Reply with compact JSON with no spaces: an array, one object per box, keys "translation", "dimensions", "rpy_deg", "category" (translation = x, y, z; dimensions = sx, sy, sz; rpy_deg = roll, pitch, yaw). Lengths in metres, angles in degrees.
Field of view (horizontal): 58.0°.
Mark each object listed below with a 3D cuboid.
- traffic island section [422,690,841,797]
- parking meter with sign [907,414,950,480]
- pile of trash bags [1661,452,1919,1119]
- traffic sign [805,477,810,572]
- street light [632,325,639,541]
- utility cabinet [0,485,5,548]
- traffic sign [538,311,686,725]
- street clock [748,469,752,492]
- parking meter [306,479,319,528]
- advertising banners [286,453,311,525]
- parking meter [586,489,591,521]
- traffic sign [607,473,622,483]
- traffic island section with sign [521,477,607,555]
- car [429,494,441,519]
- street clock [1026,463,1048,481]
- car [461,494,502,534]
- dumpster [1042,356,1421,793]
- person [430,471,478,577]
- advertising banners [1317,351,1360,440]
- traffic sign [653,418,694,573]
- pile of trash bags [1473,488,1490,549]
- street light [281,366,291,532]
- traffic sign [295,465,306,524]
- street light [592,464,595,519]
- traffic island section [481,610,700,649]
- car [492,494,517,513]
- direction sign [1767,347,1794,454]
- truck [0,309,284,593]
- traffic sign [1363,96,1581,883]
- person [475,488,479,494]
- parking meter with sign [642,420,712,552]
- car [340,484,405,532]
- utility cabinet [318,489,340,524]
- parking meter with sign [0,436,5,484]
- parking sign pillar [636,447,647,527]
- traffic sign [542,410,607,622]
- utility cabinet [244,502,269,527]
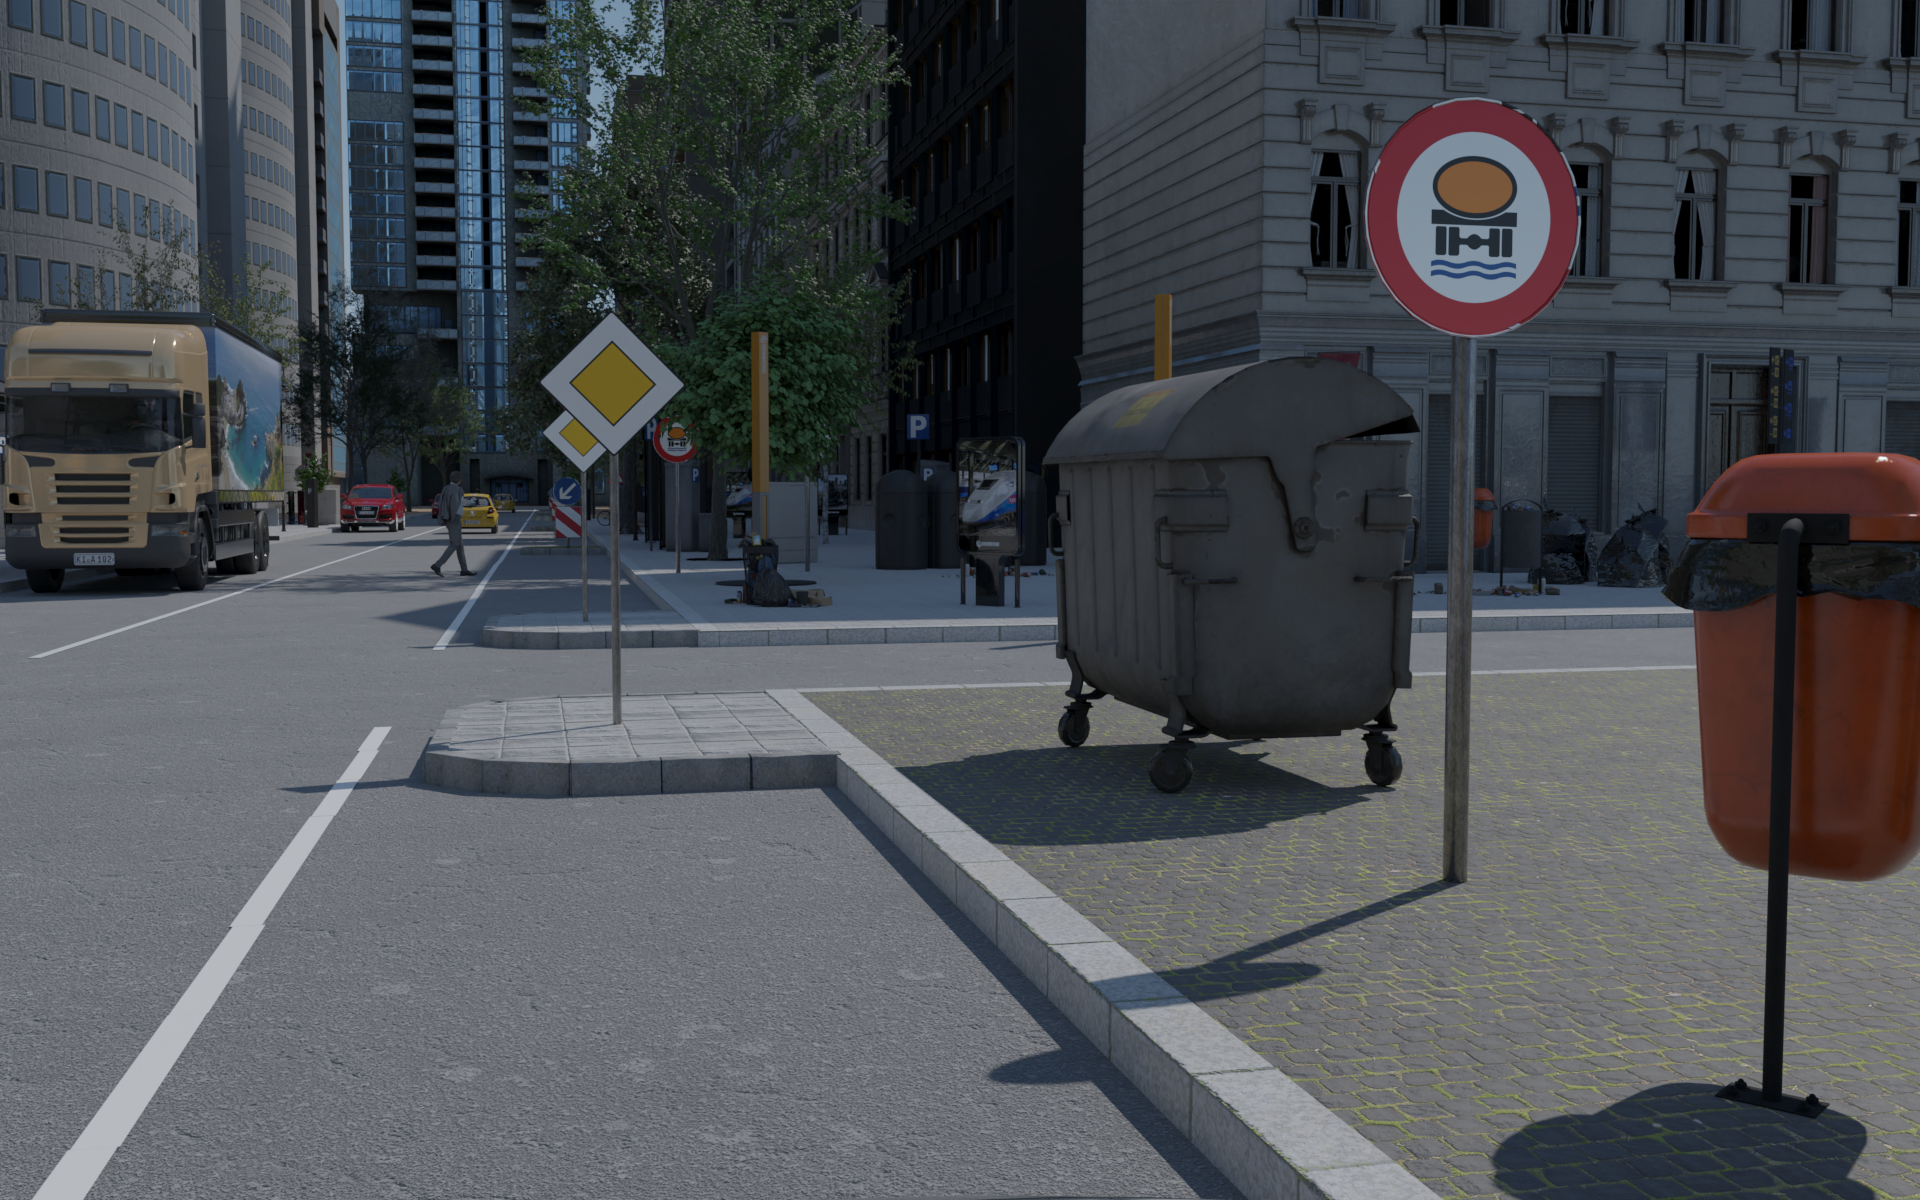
[{"translation":[-1.893,0.771,9.673],"dimensions":[2.009,0.180,2.903],"rpy_deg":[-1,4,-13],"category":"traffic island section"},{"translation":[-0.532,-2.591,38.623],"dimensions":[0.543,3.016,1.738],"rpy_deg":[2,4,26],"category":"parking meter with sign"},{"translation":[2.927,0.421,2.870],"dimensions":[3.447,1.369,1.912],"rpy_deg":[3,5,41],"category":"pile of trash bags"},{"translation":[-2.520,-1.741,28.572],"dimensions":[0.768,2.556,0.104],"rpy_deg":[-1,4,-13],"category":"traffic sign"},{"translation":[-8.933,-4.570,47.514],"dimensions":[0.468,5.910,1.993],"rpy_deg":[-1,4,-13],"category":"street light"},{"translation":[-22.331,-1.959,40.701],"dimensions":[1.173,1.500,0.318],"rpy_deg":[2,4,27],"category":"utility cabinet"},{"translation":[-1.914,-0.364,9.591],"dimensions":[0.795,2.450,0.064],"rpy_deg":[-1,4,-13],"category":"traffic sign"},{"translation":[-4.802,-2.247,41.312],"dimensions":[0.471,2.002,0.358],"rpy_deg":[-2,4,-35],"category":"street clock"},{"translation":[-24.676,-3.686,65.974],"dimensions":[0.399,1.863,0.255],"rpy_deg":[2,4,25],"category":"parking meter"},{"translation":[-27.917,-4.714,73.270],"dimensions":[0.090,3.025,2.074],"rpy_deg":[1,4,9],"category":"advertising banners"},{"translation":[-18.120,-4.628,84.081],"dimensions":[0.372,1.533,0.369],"rpy_deg":[0,3,0],"category":"parking meter"},{"translation":[-17.046,-5.253,85.883],"dimensions":[0.884,2.594,0.081],"rpy_deg":[-1,4,-12],"category":"traffic sign"},{"translation":[-9.518,-2.012,41.523],"dimensions":[1.989,1.847,2.006],"rpy_deg":[-1,4,-13],"category":"traffic island section with sign"},{"translation":[-30.166,-5.690,102.077],"dimensions":[2.155,1.783,4.494],"rpy_deg":[-1,4,-15],"category":"car"},{"translation":[1.800,-2.203,40.584],"dimensions":[0.471,2.002,0.358],"rpy_deg":[1,4,19],"category":"street clock"},{"translation":[-17.832,-3.259,63.501],"dimensions":[2.015,1.641,3.980],"rpy_deg":[-1,4,-14],"category":"car"},{"translation":[1.237,-0.147,8.167],"dimensions":[1.264,1.857,1.865],"rpy_deg":[-1,4,-14],"category":"dumpster"},{"translation":[-8.778,-1.312,30.045],"dimensions":[0.850,1.850,0.679],"rpy_deg":[-2,4,-33],"category":"person"},{"translation":[3.887,-1.546,21.469],"dimensions":[2.074,3.025,0.090],"rpy_deg":[0,4,8],"category":"advertising banners"},{"translation":[-4.584,-1.713,28.122],"dimensions":[0.768,2.556,0.104],"rpy_deg":[0,4,-4],"category":"traffic sign"},{"translation":[8.758,-0.953,25.338],"dimensions":[1.912,1.369,3.447],"rpy_deg":[-3,5,-41],"category":"pile of trash bags"},{"translation":[-23.115,-5.274,59.025],"dimensions":[0.468,5.910,1.993],"rpy_deg":[-1,4,-13],"category":"street light"},{"translation":[-28.443,-4.588,75.119],"dimensions":[0.768,2.556,0.104],"rpy_deg":[0,4,-6],"category":"traffic sign"},{"translation":[-19.187,-7.202,90.547],"dimensions":[0.468,5.910,1.993],"rpy_deg":[-1,4,-13],"category":"street light"},{"translation":[-3.749,0.296,17.441],"dimensions":[2.009,0.180,2.903],"rpy_deg":[-1,4,-13],"category":"traffic island section"},{"translation":[-34.716,-7.431,131.728],"dimensions":[2.015,1.641,3.980],"rpy_deg":[-1,4,-13],"category":"car"},{"translation":[12.782,-2.143,27.038],"dimensions":[0.876,3.537,0.379],"rpy_deg":[-3,5,-43],"category":"direction sign"},{"translation":[-13.231,-2.434,28.706],"dimensions":[2.839,4.237,11.283],"rpy_deg":[-1,4,-14],"category":"truck"},{"translation":[1.644,-0.340,5.672],"dimensions":[0.768,2.556,0.104],"rpy_deg":[-1,4,-13],"category":"traffic sign"},{"translation":[-32.519,-6.618,116.788],"dimensions":[0.705,1.814,1.350],"rpy_deg":[1,4,9],"category":"person"},{"translation":[-6.170,-2.584,38.514],"dimensions":[1.738,3.016,0.543],"rpy_deg":[1,4,22],"category":"parking meter with sign"},{"translation":[-22.529,-3.539,66.538],"dimensions":[2.281,1.827,5.304],"rpy_deg":[-1,4,-13],"category":"car"},{"translation":[-26.458,-3.888,72.247],"dimensions":[1.173,1.500,0.318],"rpy_deg":[1,4,16],"category":"utility cabinet"},{"translation":[-29.525,-3.407,51.967],"dimensions":[1.738,3.016,0.543],"rpy_deg":[0,4,2],"category":"parking meter with sign"},{"translation":[-12.174,-4.825,67.358],"dimensions":[1.447,3.967,1.447],"rpy_deg":[0,4,-4],"category":"parking sign pillar"},{"translation":[-3.770,-0.839,17.358],"dimensions":[0.795,2.450,0.064],"rpy_deg":[-1,4,-13],"category":"traffic sign"},{"translation":[-23.868,-2.911,58.749],"dimensions":[0.306,1.237,1.020],"rpy_deg":[1,4,9],"category":"utility cabinet"}]
